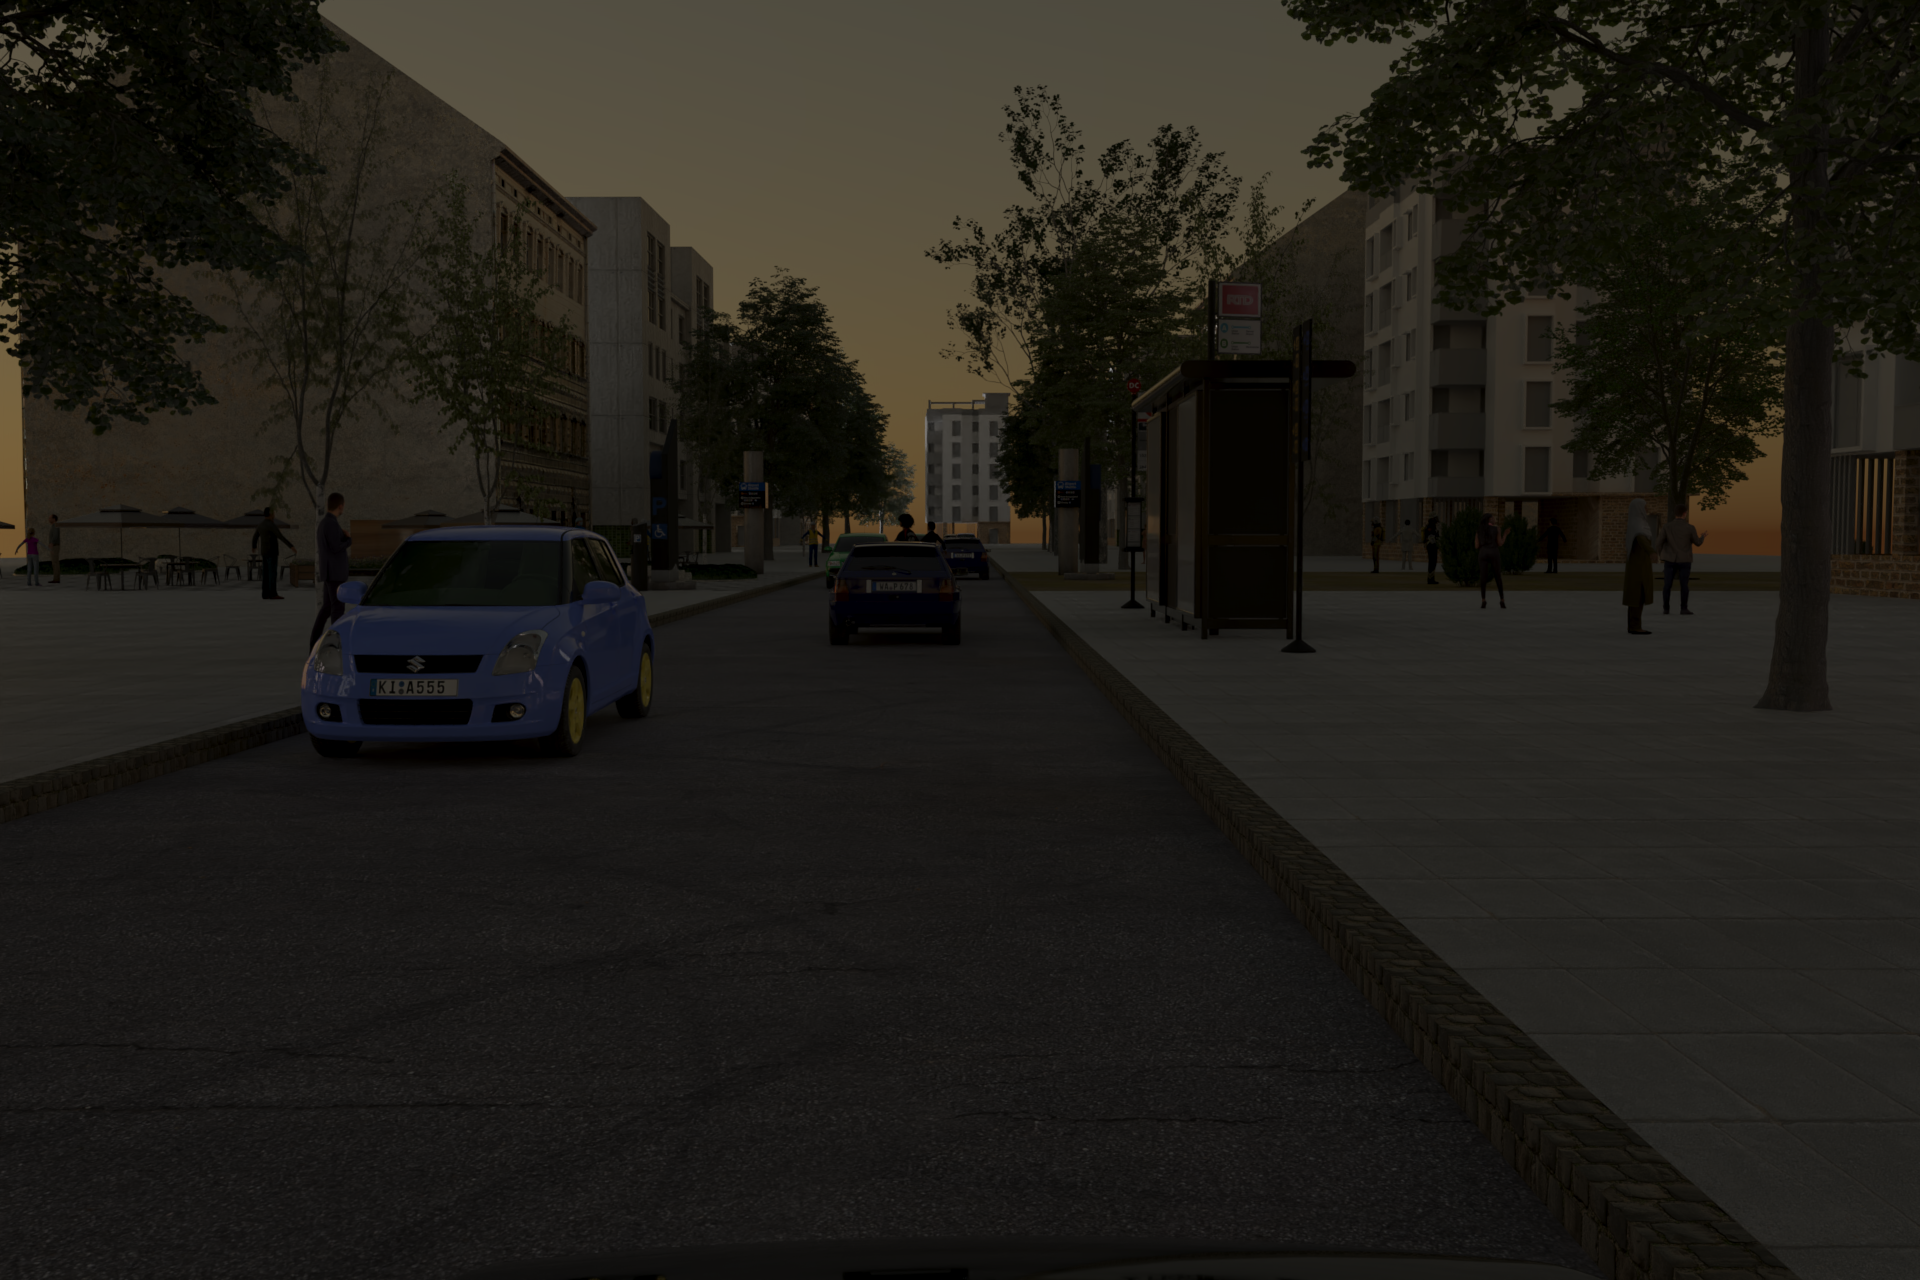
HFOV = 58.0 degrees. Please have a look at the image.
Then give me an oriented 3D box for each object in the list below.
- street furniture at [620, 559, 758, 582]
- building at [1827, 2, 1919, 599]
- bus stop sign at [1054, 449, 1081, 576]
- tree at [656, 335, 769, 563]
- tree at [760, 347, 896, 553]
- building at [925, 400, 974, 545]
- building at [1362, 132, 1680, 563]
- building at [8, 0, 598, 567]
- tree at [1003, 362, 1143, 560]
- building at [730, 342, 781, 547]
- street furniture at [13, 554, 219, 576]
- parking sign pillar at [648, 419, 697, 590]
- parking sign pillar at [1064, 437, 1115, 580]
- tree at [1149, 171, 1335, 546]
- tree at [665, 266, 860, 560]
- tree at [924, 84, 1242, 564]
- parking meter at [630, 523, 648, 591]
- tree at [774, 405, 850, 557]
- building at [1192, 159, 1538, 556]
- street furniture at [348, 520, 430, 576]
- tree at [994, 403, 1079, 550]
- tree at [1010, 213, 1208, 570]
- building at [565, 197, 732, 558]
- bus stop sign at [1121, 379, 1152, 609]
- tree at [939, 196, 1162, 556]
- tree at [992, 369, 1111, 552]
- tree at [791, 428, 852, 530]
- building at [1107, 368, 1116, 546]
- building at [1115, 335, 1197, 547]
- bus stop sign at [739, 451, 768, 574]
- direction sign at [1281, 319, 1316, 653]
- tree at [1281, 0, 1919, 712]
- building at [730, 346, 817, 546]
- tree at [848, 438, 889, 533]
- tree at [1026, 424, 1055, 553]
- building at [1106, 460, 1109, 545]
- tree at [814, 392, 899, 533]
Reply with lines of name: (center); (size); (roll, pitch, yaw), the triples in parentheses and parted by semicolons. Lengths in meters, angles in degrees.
street furniture: (-8.950, -1.913, 46.897); (5.734, 0.657, 10.072); (1, 4, 13)
building: (23.650, -10.971, 35.796); (16.016, 20.090, 11.380); (0, 4, 0)
bus stop sign: (3.363, -3.957, 53.714); (0.837, 3.901, 0.837); (0, 4, 1)
tree: (-9.865, -7.021, 65.158); (4.360, 8.622, 3.978); (0, 3, 0)
tree: (-9.198, -12.869, 117.070); (9.857, 13.997, 8.962); (0, 3, 0)
building: (-4.389, -23.040, 235.585); (11.380, 20.090, 16.016); (0, 4, -1)
building: (25.940, -14.167, 88.046); (16.016, 20.090, 11.380); (0, 4, 0)
building: (-27.483, -15.014, 76.405); (19.493, 23.208, 18.063); (0, 4, -1)
tree: (6.214, -9.348, 87.253); (8.767, 10.594, 7.601); (0, 4, 8)
building: (-24.036, -19.272, 171.520); (16.016, 20.090, 11.380); (0, 4, -1)
street furniture: (-28.113, -2.580, 57.804); (5.734, 0.657, 10.072); (-1, 4, -16)
parking sign pillar: (-6.837, -3.155, 40.059); (1.447, 3.967, 1.447); (0, 4, 1)
parking sign pillar: (3.655, -3.686, 48.732); (1.447, 3.967, 1.447); (0, 4, -1)
tree: (5.691, -5.245, 36.121); (4.737, 8.622, 4.395); (0, 3, 0)
tree: (-9.404, -10.856, 84.149); (9.857, 13.997, 8.962); (0, 3, 0)
tree: (4.794, -13.394, 74.885); (12.611, 20.169, 13.585); (0, 3, 0)
parking meter: (-7.216, -1.868, 38.952); (0.372, 1.533, 0.369); (0, 3, 0)
tree: (-9.036, -9.024, 97.901); (4.360, 8.622, 3.978); (0, 3, 0)
building: (25.393, -17.026, 109.305); (19.493, 23.208, 18.063); (0, 4, 0)
street furniture: (-18.099, -2.971, 55.429); (9.812, 1.723, 11.010); (0, 4, -6)
tree: (6.373, -13.515, 139.093); (7.486, 12.596, 7.792); (0, 3, 0)
tree: (5.502, -8.809, 62.153); (7.486, 12.596, 7.792); (0, 3, 0)
building: (-24.834, -14.708, 106.933); (16.747, 18.905, 31.486); (0, 4, 1)
bus stop sign: (3.205, -2.515, 29.817); (0.855, 3.939, 0.416); (0, 3, 0)
tree: (5.176, -14.910, 99.667); (12.611, 20.169, 13.585); (0, 3, 0)
tree: (6.592, -13.350, 124.922); (9.857, 13.997, 8.962); (0, 3, 0)
tree: (-9.549, -9.699, 108.936); (4.360, 8.622, 3.978); (0, 3, 0)
building: (21.741, -20.709, 195.013); (16.016, 20.090, 11.380); (0, 4, 0)
building: (24.380, -18.087, 162.184); (16.747, 18.905, 31.486); (0, 3, 0)
bus stop sign: (-6.584, -4.053, 55.283); (0.837, 3.901, 0.837); (0, 4, -1)
direction sign: (3.680, -1.634, 18.715); (0.379, 3.537, 0.876); (0, 4, 0)
tree: (6.227, -5.789, 12.776); (7.486, 12.596, 7.792); (0, 3, 0)
building: (-26.761, -22.594, 200.339); (19.493, 23.208, 18.063); (0, 4, 1)
tree: (-9.509, -12.856, 144.613); (7.601, 10.594, 8.767); (0, 4, -6)
tree: (5.835, -10.080, 115.164); (4.360, 8.622, 3.978); (0, 3, 0)
building: (22.316, -21.750, 212.036); (16.016, 20.090, 11.380); (0, 4, 0)
tree: (-8.480, -13.135, 132.888); (7.486, 12.596, 7.792); (0, 3, 0)
